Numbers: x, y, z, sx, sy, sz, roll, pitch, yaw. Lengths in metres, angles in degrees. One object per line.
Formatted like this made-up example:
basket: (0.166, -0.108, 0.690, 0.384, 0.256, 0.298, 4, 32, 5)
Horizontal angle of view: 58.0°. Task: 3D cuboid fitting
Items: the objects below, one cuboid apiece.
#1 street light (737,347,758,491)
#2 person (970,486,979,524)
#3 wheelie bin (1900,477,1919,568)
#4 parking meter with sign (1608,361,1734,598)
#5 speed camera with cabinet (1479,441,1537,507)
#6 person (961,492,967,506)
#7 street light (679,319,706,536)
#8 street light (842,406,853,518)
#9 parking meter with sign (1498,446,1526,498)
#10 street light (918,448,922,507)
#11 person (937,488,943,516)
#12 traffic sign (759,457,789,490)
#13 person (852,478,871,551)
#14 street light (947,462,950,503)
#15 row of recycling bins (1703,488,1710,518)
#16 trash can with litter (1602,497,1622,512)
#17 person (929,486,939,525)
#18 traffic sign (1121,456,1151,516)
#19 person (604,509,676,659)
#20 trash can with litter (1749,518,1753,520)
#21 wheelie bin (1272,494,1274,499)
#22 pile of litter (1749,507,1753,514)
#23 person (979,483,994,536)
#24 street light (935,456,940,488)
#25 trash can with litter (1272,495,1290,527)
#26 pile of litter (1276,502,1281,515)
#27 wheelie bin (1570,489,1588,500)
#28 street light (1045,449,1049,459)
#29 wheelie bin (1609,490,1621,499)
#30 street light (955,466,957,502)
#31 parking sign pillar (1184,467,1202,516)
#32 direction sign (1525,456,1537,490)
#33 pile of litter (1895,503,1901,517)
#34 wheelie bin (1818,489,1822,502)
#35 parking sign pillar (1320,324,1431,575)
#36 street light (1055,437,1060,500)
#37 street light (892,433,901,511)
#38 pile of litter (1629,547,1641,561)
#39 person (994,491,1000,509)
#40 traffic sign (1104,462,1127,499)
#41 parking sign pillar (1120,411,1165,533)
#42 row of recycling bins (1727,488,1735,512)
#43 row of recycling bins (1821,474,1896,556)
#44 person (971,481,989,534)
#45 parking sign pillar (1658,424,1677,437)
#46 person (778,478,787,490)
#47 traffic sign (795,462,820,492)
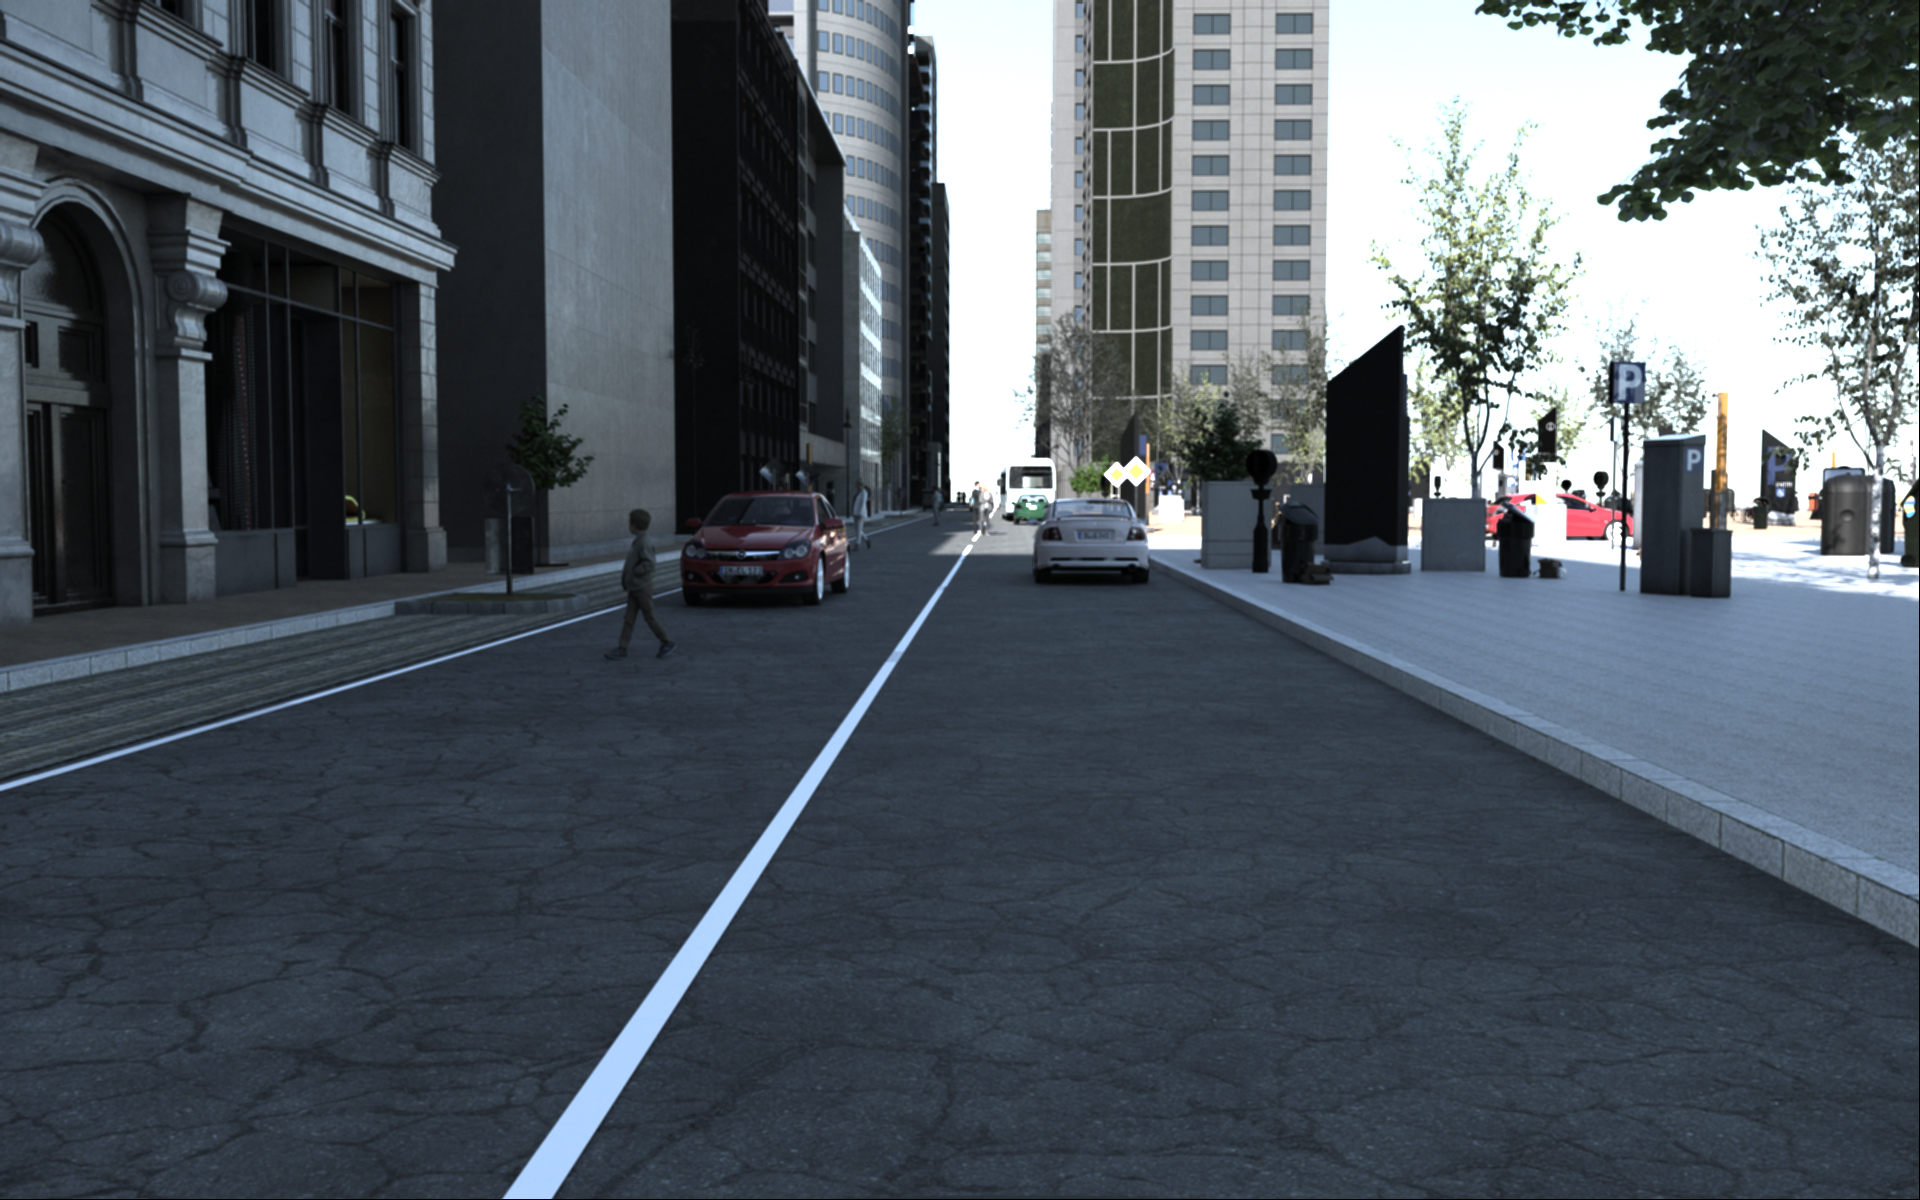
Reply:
street light: (-6.706, -5.016, 54.798, 0.468, 5.910, 1.993, 0, 4, 1)
person: (0.832, -4.619, 83.890, 0.748, 1.841, 0.638, -1, 4, -23)
wheelie bin: (16.833, -1.355, 30.059, 0.980, 1.594, 0.693, -2, 4, -29)
parking meter with sign: (9.102, -1.582, 22.125, 0.543, 3.016, 1.738, -1, 4, -22)
speed camera with cabinet: (20.666, -4.338, 65.269, 2.038, 3.252, 0.660, 0, 4, 6)
person: (0.447, -12.629, 215.715, 1.217, 1.736, 0.721, -3, 5, -41)
street light: (-7.050, -4.467, 45.815, 0.468, 5.910, 1.993, 0, 4, 1)
street light: (-5.934, -7.261, 91.497, 0.468, 5.910, 1.993, 0, 4, 1)
parking meter with sign: (20.072, -4.114, 63.523, 0.543, 3.016, 1.738, 0, 4, -8)
street light: (-3.856, -11.969, 168.479, 0.468, 5.910, 1.993, 0, 4, 1)
person: (-1.438, -6.457, 113.933, 0.638, 1.841, 0.748, -1, 4, -13)
traffic sign: (-4.995, -2.622, 46.516, 0.795, 2.450, 0.064, 0, 4, 1)
person: (-2.481, -2.171, 43.872, 0.514, 1.842, 0.818, 3, 5, 42)
street light: (-1.669, -17.049, 251.537, 0.468, 5.910, 1.993, 0, 4, 1)
row of recycling bins: (38.005, -5.229, 92.606, 3.534, 1.692, 1.069, 1, 4, 14)
trash can with litter: (26.699, -3.631, 70.758, 0.624, 1.170, 1.055, 3, 5, 40)
person: (-1.184, -4.313, 79.196, 0.466, 1.800, 0.511, 0, 4, 2)
traffic sign: (4.695, -2.606, 46.243, 0.795, 2.450, 0.064, 0, 4, 1)
person: (-2.774, -0.141, 15.084, 0.640, 1.303, 0.475, -3, 4, -36)
trash can with litter: (40.496, -4.683, 87.622, 2.233, 1.210, 1.678, -2, 4, -26)
wheelie bin: (21.503, -6.896, 120.652, 0.693, 1.594, 0.980, 1, 4, 15)
pile of litter: (48.580, -5.583, 105.239, 1.719, 0.858, 1.176, -1, 4, -17)
person: (0.922, -3.132, 59.891, 0.537, 1.800, 0.526, 0, 4, -1)
street light: (-2.670, -14.780, 214.445, 0.468, 5.910, 1.993, 0, 4, 1)
trash can with litter: (11.636, -3.455, 67.550, 2.233, 1.210, 1.678, 0, 4, -3)
pile of litter: (16.734, -4.808, 92.571, 1.176, 0.858, 1.719, -1, 4, -22)
wheelie bin: (42.625, -6.792, 118.951, 0.980, 1.594, 0.693, 0, 4, -2)
street light: (8.439, -11.984, 168.730, 0.468, 5.910, 1.993, 0, 4, 1)
wheelie bin: (46.026, -6.957, 121.651, 0.693, 1.594, 0.980, 3, 5, 45)
street light: (-0.731, -19.293, 288.231, 0.468, 5.910, 1.993, 0, 4, 1)
parking sign pillar: (14.203, -7.073, 104.118, 1.447, 3.967, 1.447, 0, 4, -1)
direction sign: (34.422, -6.868, 104.284, 0.876, 3.537, 0.379, -1, 4, -9)
pile of litter: (51.926, -5.066, 96.792, 1.176, 0.858, 1.719, 0, 4, -1)
wheelie bin: (55.731, -6.348, 111.691, 0.693, 1.594, 0.980, -2, 4, -31)
parking sign pillar: (6.614, -2.426, 28.140, 1.447, 3.967, 1.447, 3, 5, 39)
street light: (7.374, -9.734, 131.930, 0.468, 5.910, 1.993, 0, 4, 1)
street light: (-4.736, -9.700, 131.389, 0.468, 5.910, 1.993, 0, 4, 1)
pile of litter: (13.768, -1.218, 33.885, 1.719, 0.858, 1.176, -1, 4, -21)
person: (3.634, -9.881, 170.717, 0.621, 1.740, 0.551, 2, 4, 29)
traffic sign: (4.904, -3.094, 54.226, 0.795, 2.450, 0.064, 0, 4, 1)
parking sign pillar: (5.709, -4.202, 57.179, 1.447, 3.967, 1.447, -1, 4, -16)
row of recycling bins: (53.291, -7.067, 122.664, 1.069, 1.692, 3.534, -2, 4, -27)
row of recycling bins: (19.332, -1.837, 37.141, 1.069, 1.692, 3.534, 3, 5, 39)
person: (0.692, -3.290, 61.659, 0.474, 1.900, 0.648, -3, 4, -37)
parking sign pillar: (27.765, -4.866, 68.025, 1.447, 3.967, 1.447, 0, 4, 0)
person: (-4.050, -1.850, 39.025, 0.520, 1.790, 0.573, -1, 4, -18)
traffic sign: (-4.786, -3.110, 54.499, 0.795, 2.450, 0.064, 0, 4, 1)
